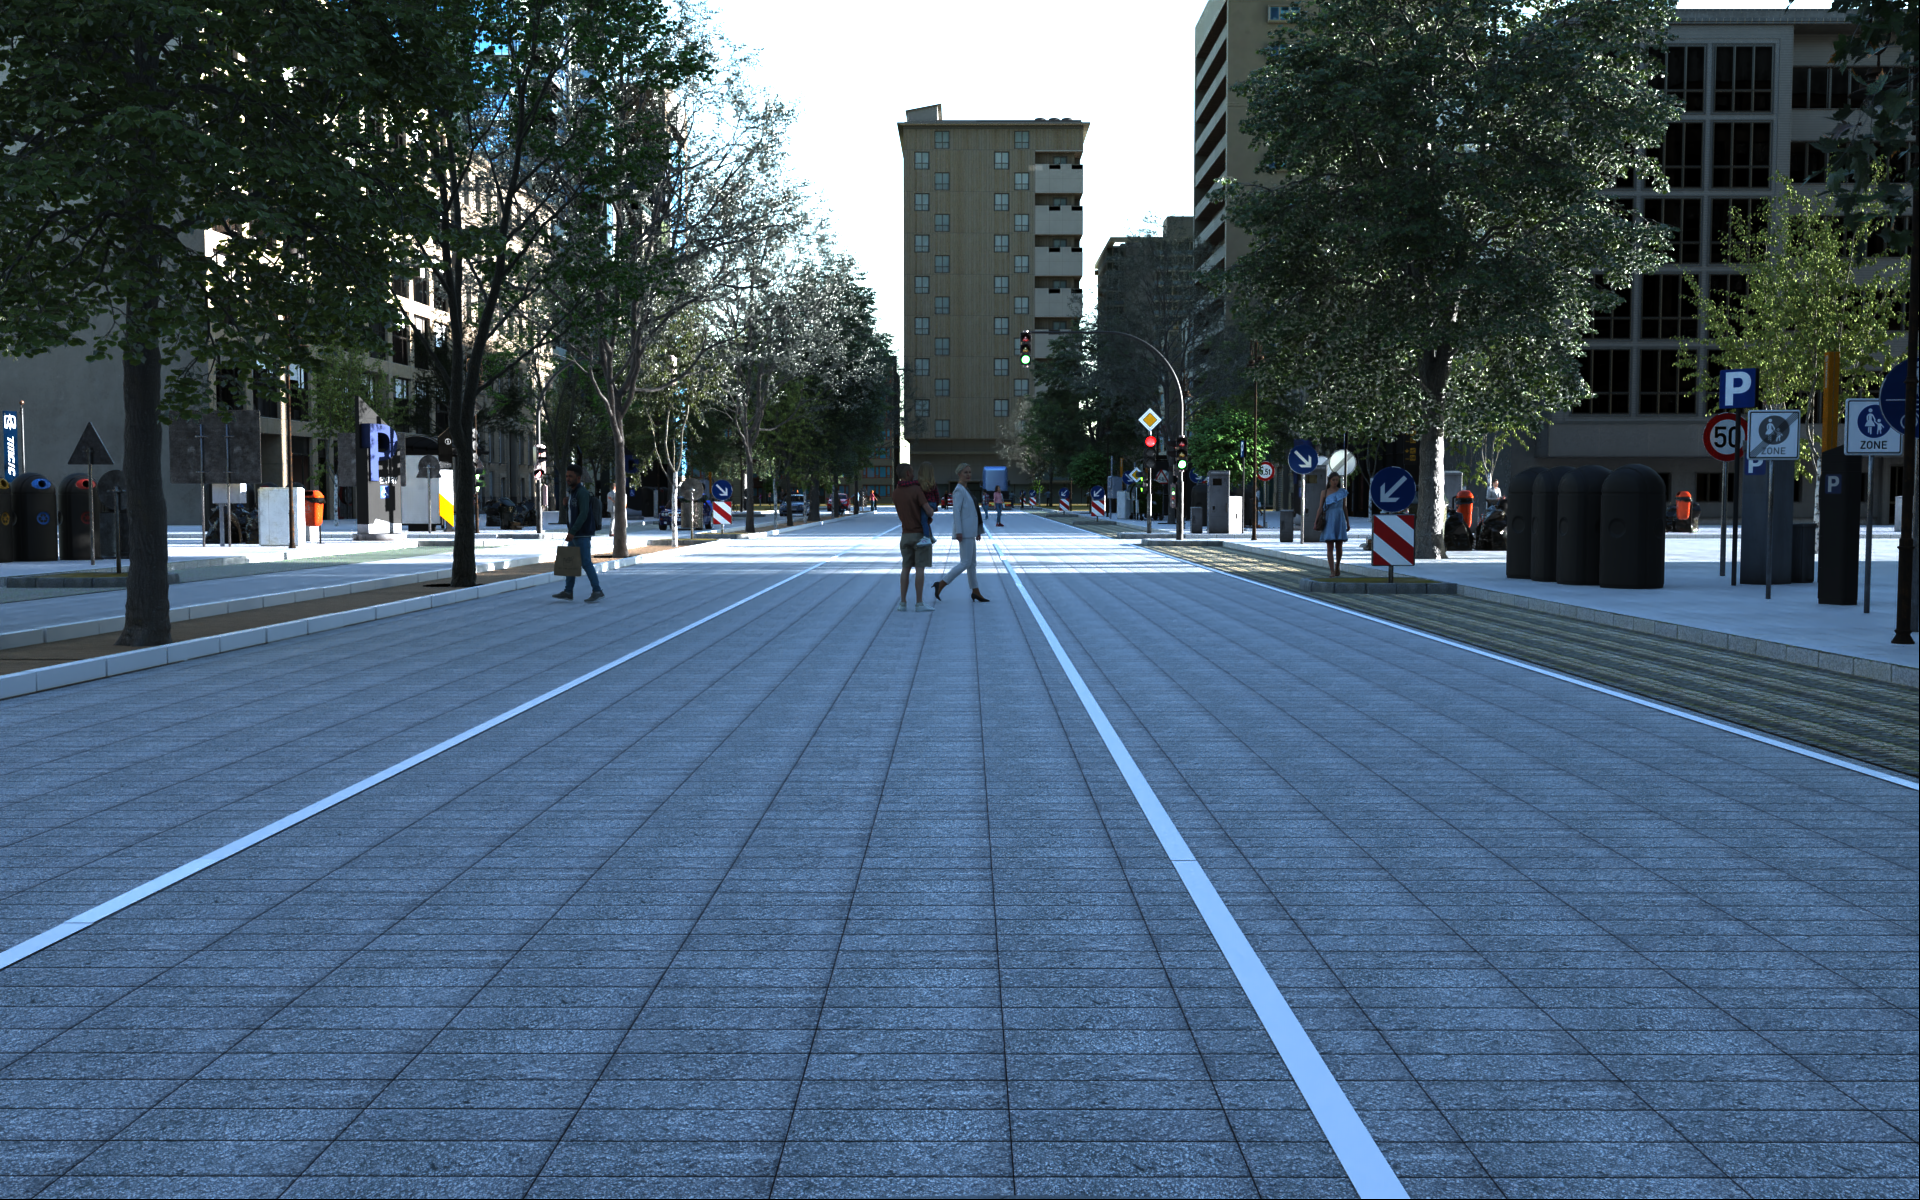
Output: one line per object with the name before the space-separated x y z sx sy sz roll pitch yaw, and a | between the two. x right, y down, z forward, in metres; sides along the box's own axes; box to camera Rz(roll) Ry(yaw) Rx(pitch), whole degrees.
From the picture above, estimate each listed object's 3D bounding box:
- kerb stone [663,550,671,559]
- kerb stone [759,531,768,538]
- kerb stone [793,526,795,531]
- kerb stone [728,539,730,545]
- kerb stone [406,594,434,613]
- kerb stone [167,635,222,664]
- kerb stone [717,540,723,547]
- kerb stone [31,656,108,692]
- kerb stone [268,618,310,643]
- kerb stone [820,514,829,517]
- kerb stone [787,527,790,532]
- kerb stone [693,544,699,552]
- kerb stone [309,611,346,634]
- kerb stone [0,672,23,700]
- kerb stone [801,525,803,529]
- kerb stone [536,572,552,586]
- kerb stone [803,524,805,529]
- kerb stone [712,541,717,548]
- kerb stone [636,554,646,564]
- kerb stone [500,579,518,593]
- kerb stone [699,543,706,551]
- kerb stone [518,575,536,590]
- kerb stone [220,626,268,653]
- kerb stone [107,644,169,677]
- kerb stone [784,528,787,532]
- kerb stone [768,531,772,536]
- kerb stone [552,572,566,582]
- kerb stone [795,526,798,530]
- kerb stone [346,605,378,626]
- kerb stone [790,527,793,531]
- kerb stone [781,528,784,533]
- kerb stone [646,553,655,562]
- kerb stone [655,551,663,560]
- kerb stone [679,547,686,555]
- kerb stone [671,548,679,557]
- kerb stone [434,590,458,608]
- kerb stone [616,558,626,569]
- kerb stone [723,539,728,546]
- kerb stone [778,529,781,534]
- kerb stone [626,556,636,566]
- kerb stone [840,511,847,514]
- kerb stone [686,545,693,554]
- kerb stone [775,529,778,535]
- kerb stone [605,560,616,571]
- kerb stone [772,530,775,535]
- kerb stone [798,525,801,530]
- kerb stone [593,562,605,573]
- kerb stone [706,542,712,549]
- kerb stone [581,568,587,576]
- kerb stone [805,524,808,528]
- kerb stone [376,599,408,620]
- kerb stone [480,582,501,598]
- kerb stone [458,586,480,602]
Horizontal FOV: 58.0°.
kerb stone | -6.645 -1.006 38.640 0.120 0.150 1.000 0 4 0
kerb stone | -6.586 -2.165 57.592 0.120 0.150 1.000 0 4 0
kerb stone | -6.561 -2.729 66.824 0.120 0.150 1.000 0 4 0
kerb stone | -6.613 -1.632 48.882 0.120 0.150 1.000 0 4 0
kerb stone | -6.698 0.061 21.228 0.120 0.150 1.000 0 4 0
kerb stone | -6.714 0.437 15.058 0.120 0.150 1.000 0 4 0
kerb stone | -6.618 -1.507 46.838 0.120 0.150 1.000 0 4 0
kerb stone | -6.727 0.562 13.014 0.120 0.150 1.000 0 4 0
kerb stone | -6.703 0.313 17.119 0.120 0.150 1.000 0 4 0
kerb stone | -8.525 -5.300 108.896 0.120 0.150 1.000 0 4 0
kerb stone | -6.567 -2.602 64.779 0.120 0.150 1.000 0 4 0
kerb stone | -6.637 -1.256 42.739 0.120 0.150 1.000 0 4 0
kerb stone | -6.700 0.247 18.153 0.120 0.150 1.000 0 4 0
kerb stone | -6.725 0.626 11.991 0.120 0.150 1.000 0 4 0
kerb stone | -6.545 -2.918 69.901 0.120 0.150 1.000 0 4 0
kerb stone | -6.677 -0.317 27.378 0.120 0.150 1.000 0 4 0
kerb stone | -6.538 -2.978 70.923 0.120 0.150 1.000 0 4 0
kerb stone | -6.621 -1.445 45.816 0.120 0.150 1.000 0 4 0
kerb stone | -6.656 -0.818 35.568 0.120 0.150 1.000 0 4 0
kerb stone | -6.688 -0.191 25.325 0.120 0.150 1.000 0 4 0
kerb stone | -6.623 -1.319 43.767 0.120 0.150 1.000 0 4 0
kerb stone | -6.677 -0.250 26.357 0.120 0.150 1.000 0 4 0
kerb stone | -6.712 0.377 16.081 0.120 0.150 1.000 0 4 0
kerb stone | -6.719 0.499 14.036 0.120 0.150 1.000 0 4 0
kerb stone | -6.565 -2.542 63.752 0.120 0.150 1.000 0 4 0
kerb stone | -6.577 -2.227 58.614 0.120 0.150 1.000 0 4 0
kerb stone | -6.673 -0.380 28.406 0.120 0.150 1.000 0 4 0
kerb stone | -6.562 -2.792 67.847 0.120 0.150 1.000 0 4 0
kerb stone | -6.705 0.191 19.178 0.120 0.150 1.000 0 4 0
kerb stone | -6.560 -2.667 65.802 0.120 0.150 1.000 0 4 0
kerb stone | -6.577 -2.479 62.724 0.120 0.150 1.000 0 4 0
kerb stone | -6.658 -0.881 36.596 0.120 0.150 1.000 0 4 0
kerb stone | -6.646 -0.937 37.618 0.120 0.150 1.000 0 4 0
kerb stone | -6.636 -1.131 40.690 0.120 0.150 1.000 0 4 0
kerb stone | -6.641 -1.067 39.664 0.120 0.150 1.000 0 4 0
kerb stone | -6.687 -0.003 22.250 0.120 0.150 1.000 0 4 0
kerb stone | -6.663 -0.691 33.521 0.120 0.150 1.000 0 4 0
kerb stone | -6.616 -1.570 47.860 0.120 0.150 1.000 0 4 0
kerb stone | -6.575 -2.416 61.701 0.120 0.150 1.000 0 4 0
kerb stone | -6.659 -0.755 34.545 0.120 0.150 1.000 0 4 0
kerb stone | -8.484 -6.366 126.312 0.120 0.150 1.000 0 4 0
kerb stone | -6.635 -1.194 41.716 0.120 0.150 1.000 0 4 0
kerb stone | -6.572 -2.353 60.664 0.120 0.150 1.000 0 4 0
kerb stone | -6.658 -0.630 32.499 0.120 0.150 1.000 0 4 0
kerb stone | -6.579 -2.283 59.637 0.120 0.150 1.000 0 4 0
kerb stone | -6.549 -2.855 68.879 0.120 0.150 1.000 0 4 0
kerb stone | -6.657 -0.565 31.472 0.120 0.150 1.000 0 4 0
kerb stone | -6.625 -1.379 44.794 0.120 0.150 1.000 0 4 0
kerb stone | -6.665 -0.505 30.450 0.120 0.150 1.000 0 4 0
kerb stone | -6.539 -3.043 71.945 0.120 0.150 1.000 0 4 0
kerb stone | -6.697 0.125 20.206 0.120 0.150 1.000 0 4 0
kerb stone | -6.677 -0.129 24.301 0.120 0.150 1.000 0 4 0
kerb stone | -6.687 -0.066 23.273 0.120 0.150 1.000 0 4 0
